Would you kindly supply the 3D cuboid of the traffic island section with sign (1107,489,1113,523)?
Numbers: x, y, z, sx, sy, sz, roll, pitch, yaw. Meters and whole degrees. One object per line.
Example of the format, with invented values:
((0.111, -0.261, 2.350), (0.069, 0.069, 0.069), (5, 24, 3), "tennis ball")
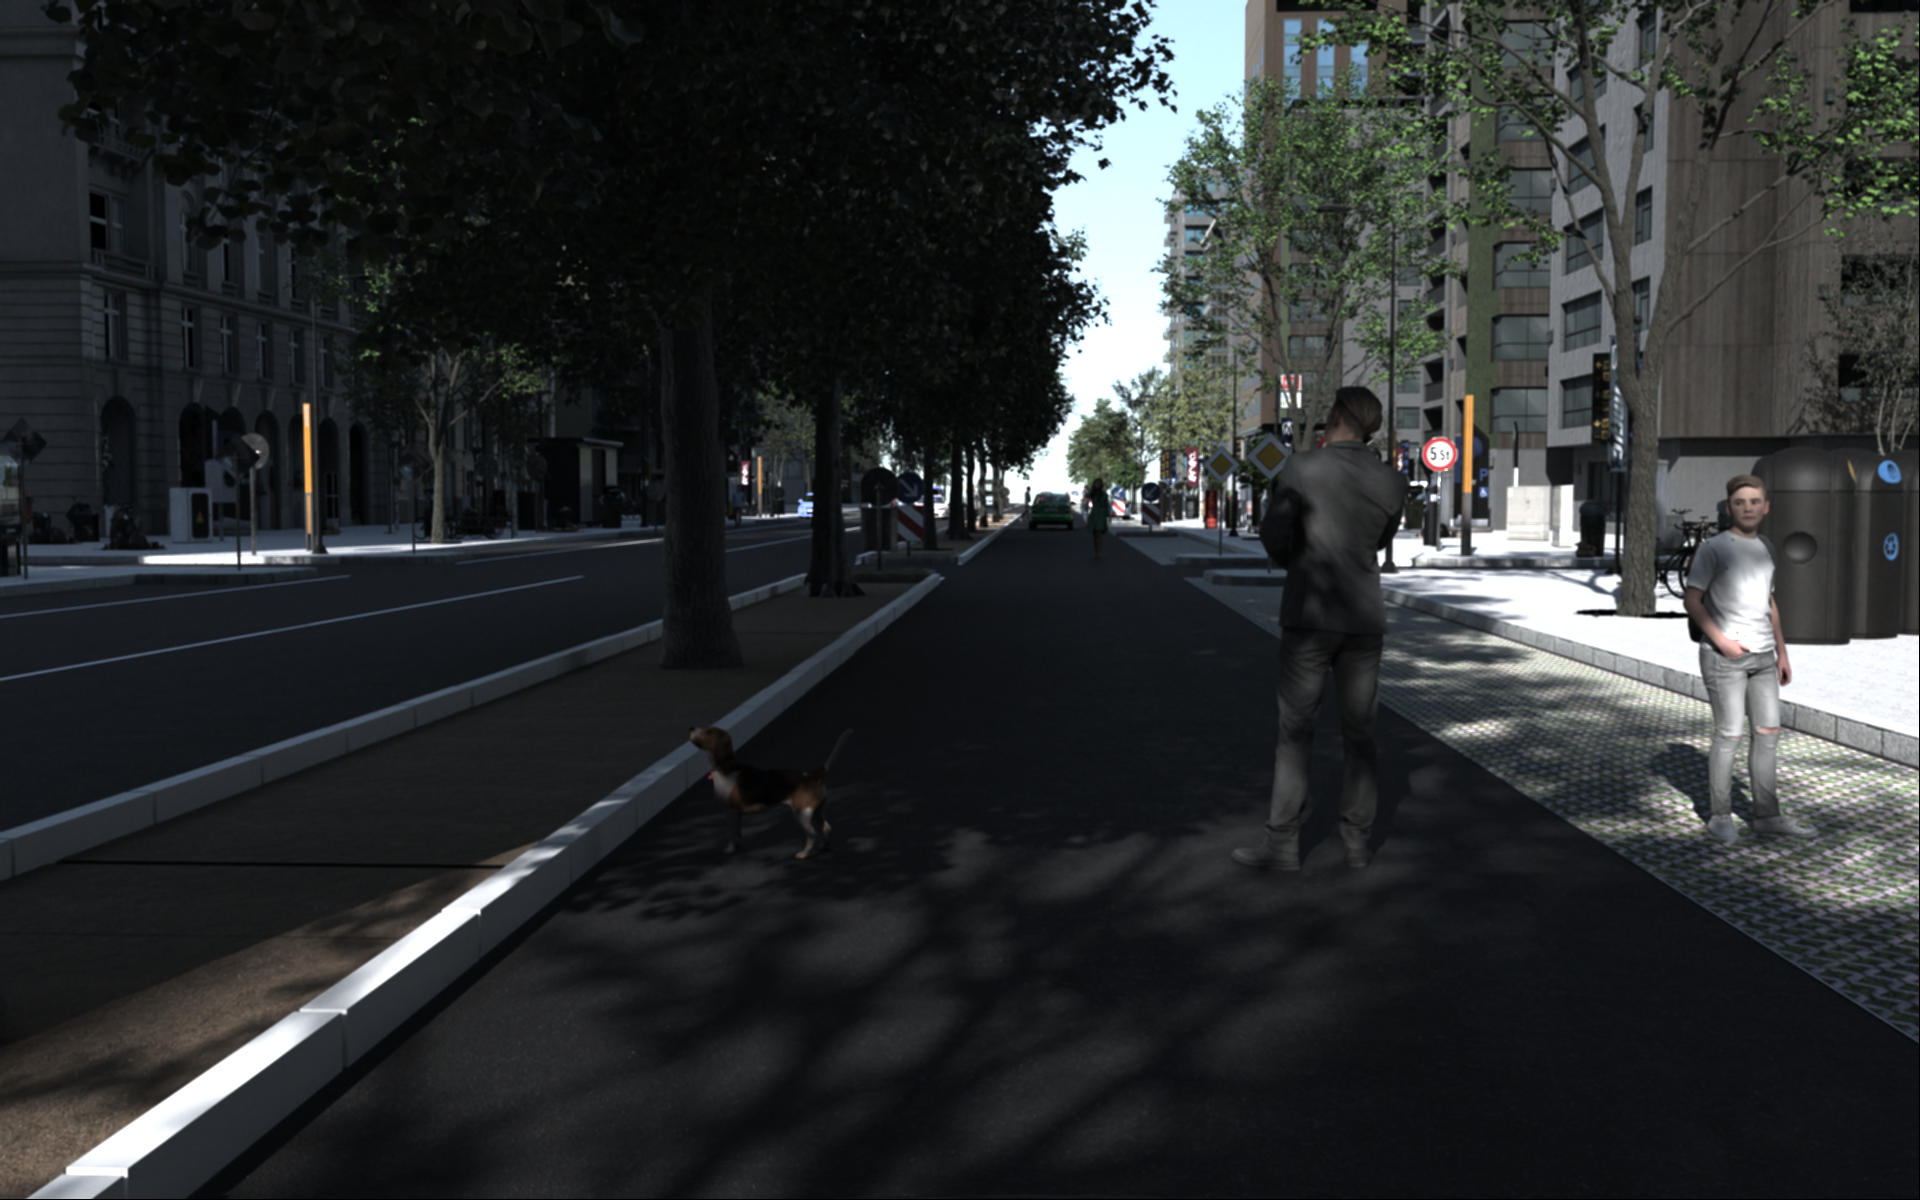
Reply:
((7.647, -4.683, 85.194), (1.989, 1.847, 2.006), (0, 4, 3), "traffic island section with sign")

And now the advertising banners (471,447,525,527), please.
((-17.321, -4.220, 65.190), (2.074, 3.025, 0.090), (-2, 4, -26), "advertising banners")

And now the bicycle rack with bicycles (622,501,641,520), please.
((-16.734, -4.375, 84.906), (2.925, 0.926, 2.852), (3, 5, 41), "bicycle rack with bicycles")

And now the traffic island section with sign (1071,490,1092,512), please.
((11.658, -9.438, 162.938), (1.989, 1.847, 2.006), (0, 4, 3), "traffic island section with sign")

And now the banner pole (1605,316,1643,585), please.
((9.325, -2.097, 24.295), (0.863, 3.779, 0.401), (-2, 4, -34), "banner pole")

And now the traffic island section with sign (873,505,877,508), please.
((-6.550, -7.826, 136.578), (1.989, 1.847, 2.006), (0, 4, 3), "traffic island section with sign")

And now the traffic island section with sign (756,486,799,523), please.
((-9.113, -4.778, 86.756), (1.989, 1.847, 2.006), (0, 4, 3), "traffic island section with sign")

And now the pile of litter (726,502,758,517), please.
((-12.216, -5.123, 97.732), (1.719, 0.858, 1.176), (0, 4, -1), "pile of litter")

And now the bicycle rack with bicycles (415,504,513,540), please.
((-14.143, -2.202, 49.388), (2.925, 0.926, 2.852), (-2, 4, -34), "bicycle rack with bicycles")

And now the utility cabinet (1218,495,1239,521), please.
((13.010, -4.454, 83.983), (1.020, 1.237, 0.306), (1, 4, 22), "utility cabinet")

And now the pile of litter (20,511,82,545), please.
((-23.443, -1.855, 44.291), (1.719, 0.858, 1.176), (0, 4, 3), "pile of litter")

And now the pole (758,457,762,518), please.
((-10.888, -6.146, 94.334), (0.158, 3.312, 0.155), (0, 3, 0), "pole")

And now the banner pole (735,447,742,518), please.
((-11.798, -6.258, 92.339), (0.401, 3.779, 0.863), (1, 4, 17), "banner pole")

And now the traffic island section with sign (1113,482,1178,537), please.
((6.254, -3.028, 58.130), (1.989, 1.847, 2.006), (0, 4, 3), "traffic island section with sign")

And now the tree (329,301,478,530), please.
((-19.914, -6.762, 60.922), (4.737, 8.622, 4.395), (0, 3, 0), "tree")

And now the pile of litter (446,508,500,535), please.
((-15.440, -2.486, 54.617), (1.719, 0.858, 1.176), (0, 4, -4), "pile of litter")

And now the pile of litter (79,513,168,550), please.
((-19.213, -1.597, 40.073), (1.719, 0.858, 1.176), (2, 4, 24), "pile of litter")

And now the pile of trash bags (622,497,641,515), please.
((-20.201, -5.934, 106.779), (1.912, 1.369, 3.447), (1, 4, 22), "pile of trash bags")

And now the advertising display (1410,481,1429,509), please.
((22.072, -4.771, 83.226), (0.974, 1.923, 0.123), (3, 5, 43), "advertising display")

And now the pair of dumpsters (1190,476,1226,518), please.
((13.352, -5.553, 93.282), (1.574, 2.255, 4.437), (0, 4, 3), "pair of dumpsters")

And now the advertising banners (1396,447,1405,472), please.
((15.952, -4.186, 64.634), (2.074, 3.025, 0.090), (-3, 4, -38), "advertising banners")

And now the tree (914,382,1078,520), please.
((2.215, -9.697, 95.409), (8.767, 10.594, 7.601), (0, 4, 3), "tree")

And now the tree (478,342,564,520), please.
((-20.518, -7.867, 78.994), (4.737, 8.622, 4.395), (0, 3, 0), "tree")

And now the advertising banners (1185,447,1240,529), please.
((9.337, -4.153, 64.094), (2.074, 3.025, 0.090), (0, 4, -1), "advertising banners")

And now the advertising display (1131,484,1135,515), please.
((10.669, -6.230, 107.069), (0.123, 1.923, 0.974), (0, 4, -1), "advertising display")

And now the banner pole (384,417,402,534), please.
((-18.452, -4.060, 56.402), (0.401, 3.779, 0.863), (1, 4, 18), "banner pole")

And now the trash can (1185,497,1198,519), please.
((12.076, -4.815, 90.376), (0.748, 1.137, 0.748), (0, 3, 0), "trash can")

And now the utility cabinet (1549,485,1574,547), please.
((14.530, -2.025, 41.786), (0.318, 1.500, 1.173), (1, 4, 11), "utility cabinet")

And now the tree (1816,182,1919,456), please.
((22.565, -5.574, 41.489), (4.360, 8.622, 3.978), (0, 3, 0), "tree")

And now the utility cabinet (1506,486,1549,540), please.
((15.614, -2.382, 47.620), (0.318, 1.500, 1.173), (-3, 4, -37), "utility cabinet")

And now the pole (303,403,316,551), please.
((-14.678, -2.766, 39.070), (0.158, 3.312, 0.155), (0, 3, 0), "pole")

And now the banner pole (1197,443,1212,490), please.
((12.003, -5.788, 84.651), (0.863, 3.779, 0.401), (0, 4, 3), "banner pole")

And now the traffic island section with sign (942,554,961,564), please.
((-1.010, -1.708, 36.070), (2.006, 1.907, 1.989), (0, 4, 3), "traffic island section with sign")

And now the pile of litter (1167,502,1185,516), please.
((12.604, -5.444, 102.974), (1.176, 0.858, 1.719), (-2, 4, -32), "pile of litter")

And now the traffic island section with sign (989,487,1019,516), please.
((2.845, -6.298, 111.110), (2.006, 1.907, 1.989), (0, 4, 3), "traffic island section with sign")

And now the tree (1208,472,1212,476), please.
((15.512, -6.904, 107.484), (1.663, 3.219, 1.824), (0, 3, 0), "tree")

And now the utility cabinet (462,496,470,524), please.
((-20.992, -3.816, 73.549), (0.306, 1.237, 1.020), (-1, 4, -14), "utility cabinet")

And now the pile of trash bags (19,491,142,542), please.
((-23.966, -2.281, 47.047), (3.447, 1.369, 1.912), (-1, 4, -12), "pile of trash bags")

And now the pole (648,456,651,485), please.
((-16.546, -6.031, 92.445), (0.158, 3.312, 0.155), (0, 3, 0), "pole")

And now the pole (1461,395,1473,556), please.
((10.482, -2.566, 35.794), (0.158, 3.312, 0.155), (0, 3, 0), "pole")

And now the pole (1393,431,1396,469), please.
((14.024, -3.808, 56.097), (0.158, 3.312, 0.155), (0, 3, 0), "pole")

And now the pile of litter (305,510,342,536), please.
((-19.966, -2.464, 54.259), (1.176, 0.858, 1.719), (0, 4, -1), "pile of litter")

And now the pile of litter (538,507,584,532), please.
((-13.325, -2.703, 58.164), (1.719, 0.858, 1.176), (1, 4, 15), "pile of litter")

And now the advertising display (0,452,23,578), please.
((-14.849, -1.332, 26.985), (0.123, 1.923, 0.974), (-1, 4, -10), "advertising display")

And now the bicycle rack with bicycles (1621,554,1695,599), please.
((9.382, -0.458, 20.863), (2.925, 0.926, 2.852), (0, 4, -7), "bicycle rack with bicycles")

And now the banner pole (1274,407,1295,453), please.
((9.332, -3.671, 50.034), (0.863, 3.779, 0.401), (2, 4, 24), "banner pole")

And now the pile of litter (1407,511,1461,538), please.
((14.100, -2.288, 51.366), (1.176, 0.858, 1.719), (-2, 4, -26), "pile of litter")

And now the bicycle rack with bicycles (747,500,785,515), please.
((-12.262, -5.795, 108.130), (2.925, 0.926, 2.852), (-2, 4, -23), "bicycle rack with bicycles")

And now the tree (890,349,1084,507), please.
((2.322, -11.785, 105.512), (12.009, 13.543, 11.850), (0, 3, 0), "tree")

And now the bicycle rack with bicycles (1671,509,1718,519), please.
((16.877, -1.648, 40.322), (2.852, 0.926, 2.925), (-2, 4, -32), "bicycle rack with bicycles")

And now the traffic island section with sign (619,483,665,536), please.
((-10.521, -3.113, 59.522), (1.989, 1.847, 2.006), (0, 4, 3), "traffic island section with sign")

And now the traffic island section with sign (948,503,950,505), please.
((-0.922, -14.513, 245.911), (1.989, 1.847, 2.006), (0, 4, 3), "traffic island section with sign")

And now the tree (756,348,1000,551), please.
((-0.864, -7.064, 43.704), (9.928, 11.665, 9.643), (0, 3, 0), "tree")

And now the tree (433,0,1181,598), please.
((-1.836, -6.381, 23.797), (9.611, 12.733, 9.660), (0, 3, 0), "tree")

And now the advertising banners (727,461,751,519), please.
((-11.951, -5.760, 90.370), (2.074, 3.025, 0.090), (0, 4, -7), "advertising banners")

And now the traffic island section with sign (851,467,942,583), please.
((-1.401, -1.256, 28.673), (2.006, 1.907, 1.989), (0, 4, 3), "traffic island section with sign")
